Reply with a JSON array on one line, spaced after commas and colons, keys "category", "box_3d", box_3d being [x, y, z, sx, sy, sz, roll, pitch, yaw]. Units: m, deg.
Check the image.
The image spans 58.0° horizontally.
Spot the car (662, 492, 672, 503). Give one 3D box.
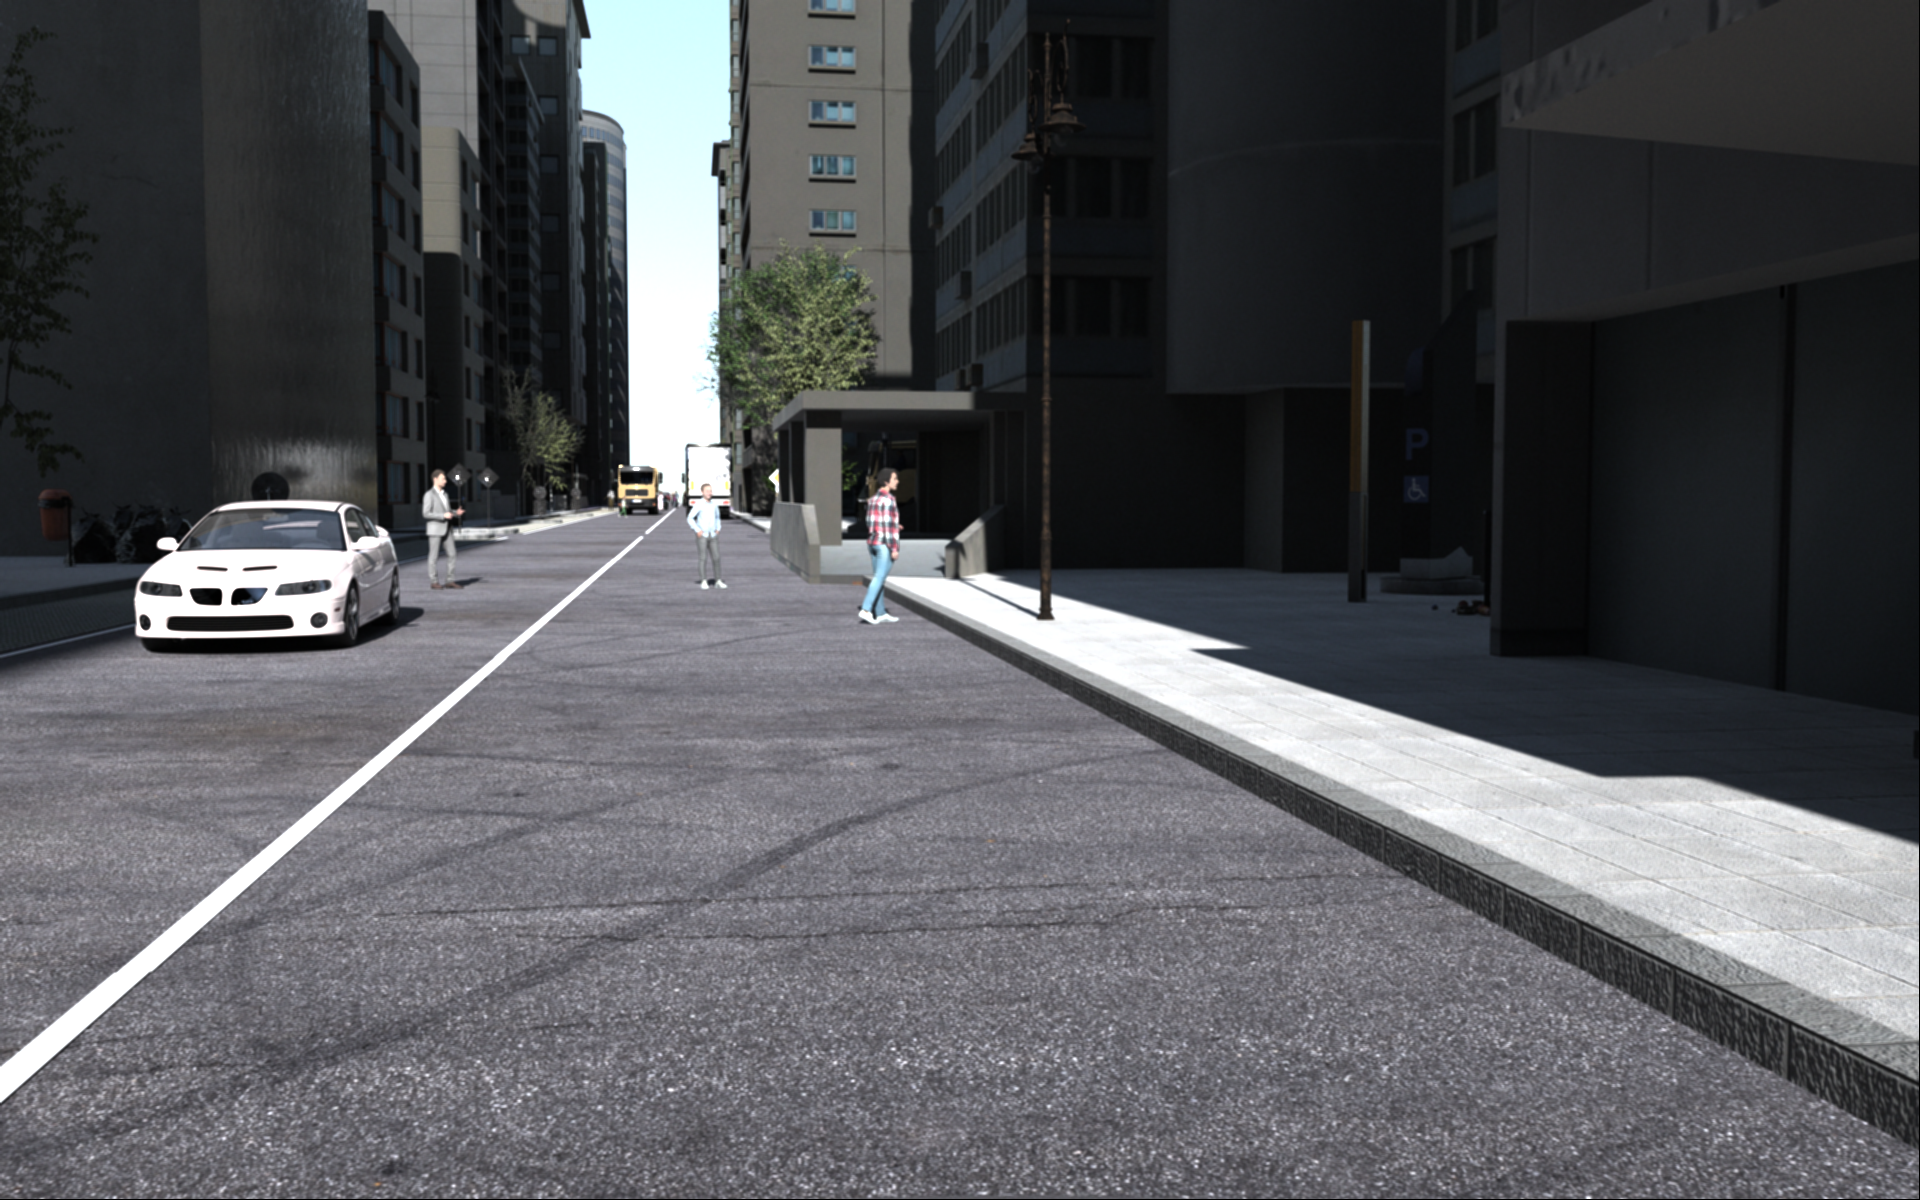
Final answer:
[{"category": "car", "box_3d": [-49.577, -17.267, 290.993, 2.281, 1.827, 5.304, -1, 4, -10]}]

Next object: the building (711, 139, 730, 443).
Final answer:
[{"category": "building", "box_3d": [-21.693, -40.675, 254.275, 28.713, 52.752, 27.495, -1, 4, -9]}]

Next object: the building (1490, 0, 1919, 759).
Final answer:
[{"category": "building", "box_3d": [17.040, -25.234, 1.822, 28.713, 52.752, 27.495, -1, 4, -9]}]

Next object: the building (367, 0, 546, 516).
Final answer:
[{"category": "building", "box_3d": [-36.700, -40.838, 105.949, 20.563, 71.187, 20.611, -1, 4, -9]}]

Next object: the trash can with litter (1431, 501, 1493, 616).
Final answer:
[{"category": "trash can with litter", "box_3d": [6.013, -0.478, 18.866, 1.678, 1.210, 2.233, 2, 4, 30]}]

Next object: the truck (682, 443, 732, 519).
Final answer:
[{"category": "truck", "box_3d": [-14.774, -6.866, 101.174, 2.839, 4.237, 11.283, -1, 4, -10]}]

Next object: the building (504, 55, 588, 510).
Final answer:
[{"category": "building", "box_3d": [-48.497, -27.787, 146.194, 32.217, 40.220, 23.993, -1, 4, -9]}]

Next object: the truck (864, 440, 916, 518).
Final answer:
[{"category": "truck", "box_3d": [0.638, -4.074, 62.527, 9.791, 3.379, 3.469, 0, 4, -7]}]

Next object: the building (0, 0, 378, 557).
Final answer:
[{"category": "building", "box_3d": [-33.815, -14.535, 42.156, 34.151, 26.468, 19.350, -1, 4, -9]}]

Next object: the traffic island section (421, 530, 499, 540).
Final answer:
[{"category": "traffic island section", "box_3d": [-16.038, -2.030, 55.476, 2.009, 0.180, 2.903, -1, 4, -9]}]

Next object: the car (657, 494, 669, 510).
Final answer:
[{"category": "car", "box_3d": [-27.321, -8.985, 156.695, 2.009, 1.686, 4.222, -1, 4, -9]}]

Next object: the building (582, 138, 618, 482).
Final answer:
[{"category": "building", "box_3d": [-58.568, -37.477, 232.363, 23.786, 49.044, 30.456, -1, 4, -9]}]

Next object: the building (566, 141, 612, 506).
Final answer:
[{"category": "building", "box_3d": [-46.840, -31.257, 194.639, 14.154, 41.232, 14.086, -1, 4, -9]}]

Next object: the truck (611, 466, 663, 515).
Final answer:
[{"category": "truck", "box_3d": [-22.332, -7.610, 120.352, 3.469, 3.379, 9.791, -1, 4, -9]}]

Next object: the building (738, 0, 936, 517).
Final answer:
[{"category": "building", "box_3d": [-2.710, -29.600, 107.663, 21.300, 48.544, 21.600, -1, 4, -9]}]

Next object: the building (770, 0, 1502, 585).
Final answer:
[{"category": "building", "box_3d": [12.467, -21.021, 35.580, 32.217, 40.220, 23.993, -1, 4, -9]}]

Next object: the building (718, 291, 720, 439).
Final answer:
[{"category": "building", "box_3d": [-28.058, -40.554, 282.671, 23.786, 49.044, 30.456, -1, 4, -9]}]

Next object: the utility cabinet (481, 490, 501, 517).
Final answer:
[{"category": "utility cabinet", "box_3d": [-25.393, -5.198, 93.660, 0.318, 1.500, 1.173, 3, 4, 38]}]

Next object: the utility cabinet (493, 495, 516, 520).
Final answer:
[{"category": "utility cabinet", "box_3d": [-22.765, -4.608, 86.503, 1.020, 1.237, 0.306, -1, 4, -16]}]

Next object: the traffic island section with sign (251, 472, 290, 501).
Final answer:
[{"category": "traffic island section with sign", "box_3d": [-12.198, -1.337, 30.487, 1.989, 1.847, 2.006, -1, 4, -9]}]

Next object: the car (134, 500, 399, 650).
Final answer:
[{"category": "car", "box_3d": [-6.850, -0.315, 17.506, 2.083, 1.381, 4.827, -1, 4, -10]}]

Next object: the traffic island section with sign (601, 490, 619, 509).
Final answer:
[{"category": "traffic island section with sign", "box_3d": [-32.506, -9.374, 161.886, 1.989, 1.847, 2.006, -1, 4, -9]}]

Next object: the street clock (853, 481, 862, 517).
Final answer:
[{"category": "street clock", "box_3d": [-5.634, -5.522, 94.858, 0.471, 2.002, 0.358, -3, 5, -43]}]

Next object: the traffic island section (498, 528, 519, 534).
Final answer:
[{"category": "traffic island section", "box_3d": [-17.258, -2.513, 63.367, 2.009, 0.180, 2.903, -1, 4, -9]}]

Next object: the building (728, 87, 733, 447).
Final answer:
[{"category": "building", "box_3d": [-9.864, -30.846, 158.959, 22.147, 44.769, 28.867, -1, 4, -9]}]

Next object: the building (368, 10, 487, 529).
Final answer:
[{"category": "building", "box_3d": [-36.456, -14.030, 74.422, 27.650, 21.520, 28.899, -1, 4, -9]}]

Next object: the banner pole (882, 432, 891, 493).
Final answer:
[{"category": "banner pole", "box_3d": [-2.300, -3.963, 54.815, 0.401, 3.779, 0.863, 1, 4, 22]}]

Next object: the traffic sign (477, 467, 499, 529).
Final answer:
[{"category": "traffic sign", "box_3d": [-17.236, -3.649, 63.309, 0.795, 2.450, 0.064, -1, 4, -9]}]

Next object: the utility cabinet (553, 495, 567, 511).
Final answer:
[{"category": "utility cabinet", "box_3d": [-30.798, -7.473, 133.340, 1.020, 1.237, 0.306, -3, 5, -43]}]

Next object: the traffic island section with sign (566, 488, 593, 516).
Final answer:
[{"category": "traffic island section with sign", "box_3d": [-24.828, -6.336, 112.220, 1.989, 1.847, 2.006, -1, 4, -9]}]

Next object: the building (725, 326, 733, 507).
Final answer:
[{"category": "building", "box_3d": [-11.367, -21.013, 188.608, 27.650, 21.520, 28.899, -1, 4, -9]}]

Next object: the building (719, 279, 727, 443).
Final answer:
[{"category": "building", "box_3d": [-25.242, -28.227, 233.211, 14.160, 30.474, 14.107, -1, 4, -9]}]

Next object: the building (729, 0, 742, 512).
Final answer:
[{"category": "building", "box_3d": [-10.505, -27.473, 132.786, 14.154, 41.232, 14.086, -1, 4, -9]}]

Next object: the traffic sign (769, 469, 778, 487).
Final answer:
[{"category": "traffic sign", "box_3d": [-6.763, -3.747, 64.901, 0.795, 2.450, 0.064, -1, 4, -9]}]

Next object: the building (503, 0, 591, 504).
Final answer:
[{"category": "building", "box_3d": [-51.684, -35.655, 172.198, 28.713, 52.752, 27.495, -1, 4, -9]}]

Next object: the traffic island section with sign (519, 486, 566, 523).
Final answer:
[{"category": "traffic island section with sign", "box_3d": [-20.680, -4.698, 85.436, 1.989, 1.847, 2.006, -1, 4, -9]}]

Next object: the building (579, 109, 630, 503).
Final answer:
[{"category": "building", "box_3d": [-61.319, -44.027, 261.839, 21.231, 58.520, 28.212, -1, 4, -9]}]

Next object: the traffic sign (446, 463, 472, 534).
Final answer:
[{"category": "traffic sign", "box_3d": [-16.016, -3.167, 55.417, 0.795, 2.450, 0.064, -1, 4, -9]}]

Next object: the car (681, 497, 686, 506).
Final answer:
[{"category": "car", "box_3d": [-32.020, -11.959, 205.309, 2.009, 1.686, 4.222, -1, 4, -8]}]
